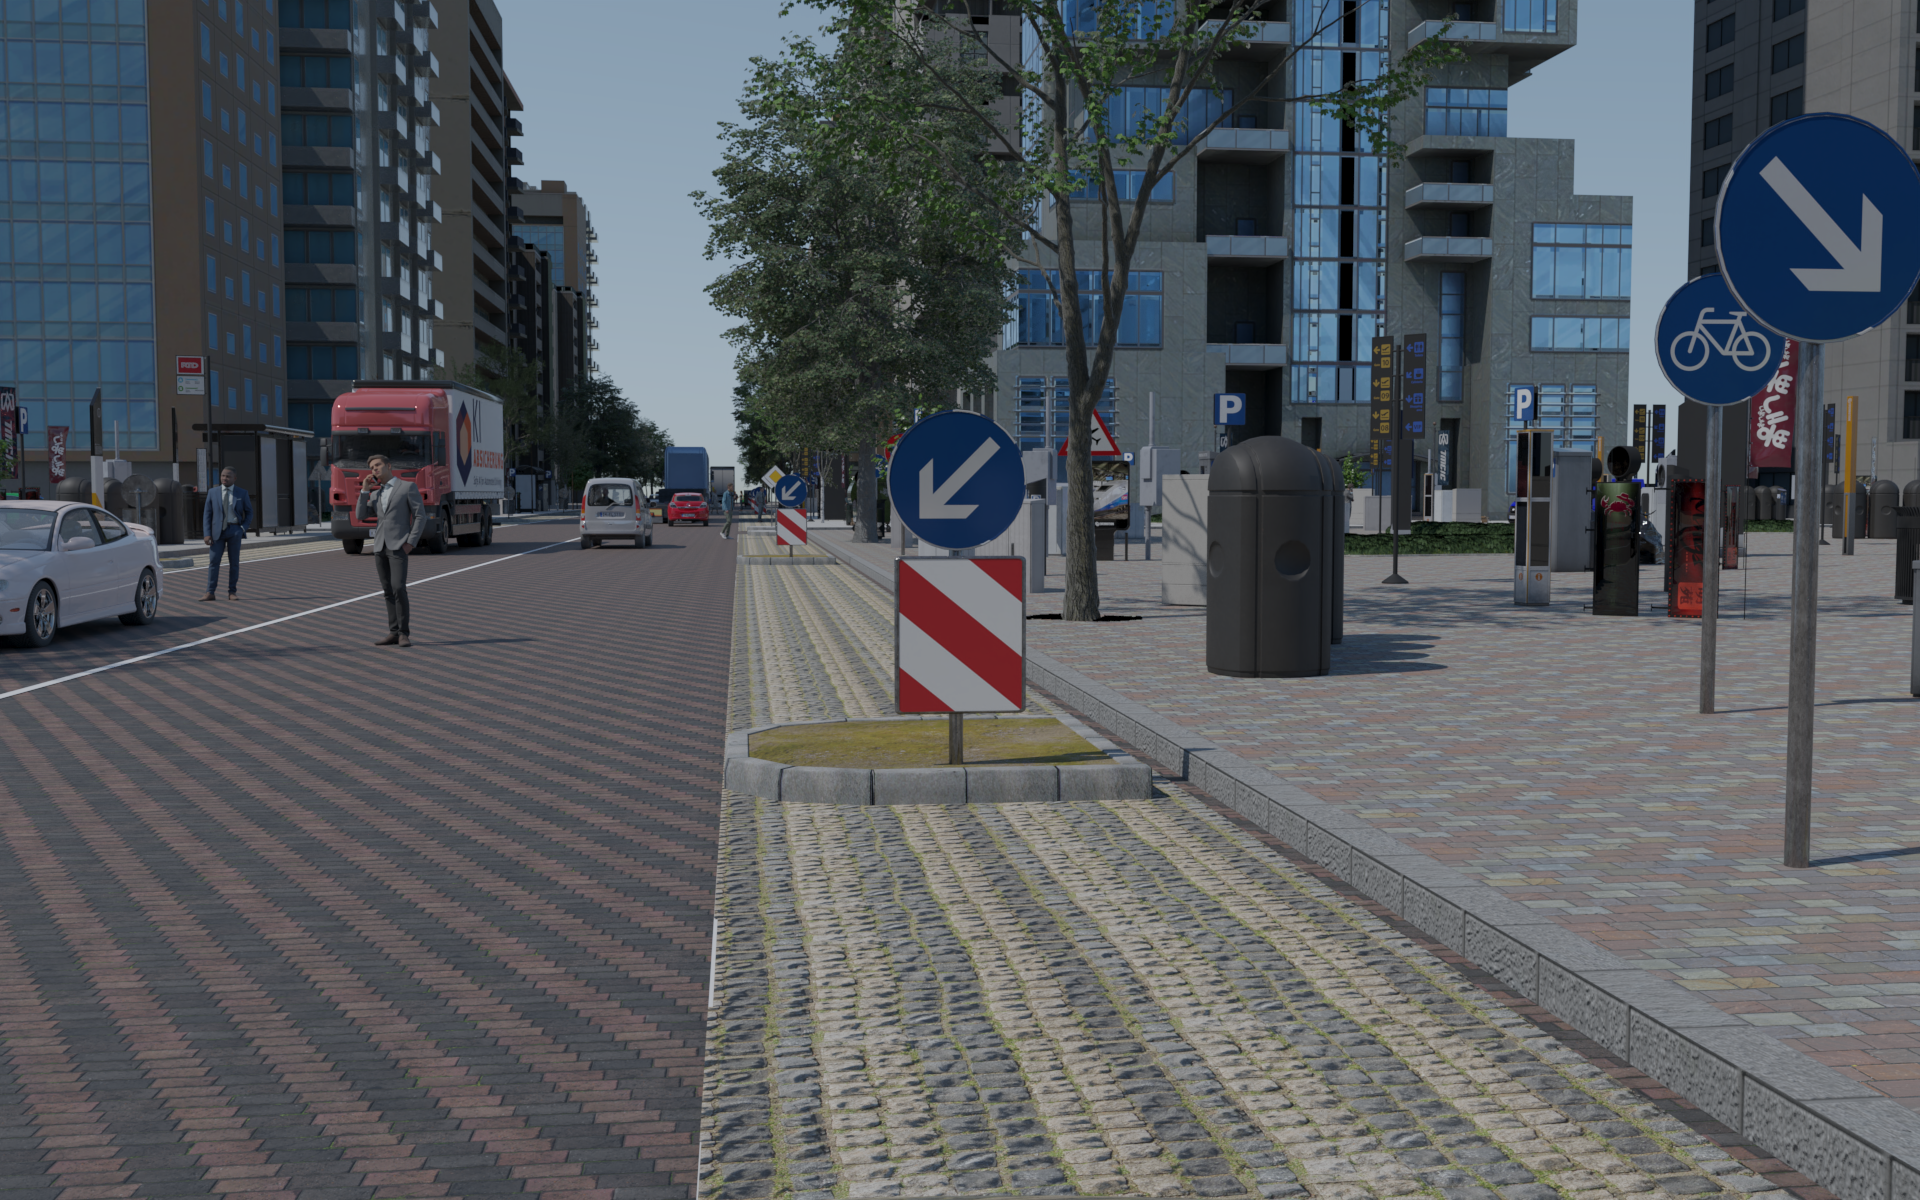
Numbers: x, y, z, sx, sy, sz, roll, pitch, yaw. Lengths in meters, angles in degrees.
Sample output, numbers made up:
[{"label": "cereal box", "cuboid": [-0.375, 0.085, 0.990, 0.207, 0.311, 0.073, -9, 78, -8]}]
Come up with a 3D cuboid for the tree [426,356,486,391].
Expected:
[{"label": "tree", "cuboid": [-26.895, -8.640, 91.634, 4.737, 8.622, 4.395, 0, 3, 0]}]

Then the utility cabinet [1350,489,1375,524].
[{"label": "utility cabinet", "cuboid": [16.762, -3.907, 72.564, 1.173, 1.500, 0.318, 2, 4, 35]}]

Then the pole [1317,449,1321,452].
[{"label": "pole", "cuboid": [16.217, -5.167, 78.324, 0.158, 3.312, 0.155, 0, 3, 0]}]

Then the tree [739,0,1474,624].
[{"label": "tree", "cuboid": [1.374, -5.607, 17.431, 9.928, 11.665, 9.643, 0, 3, 0]}]

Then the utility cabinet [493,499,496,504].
[{"label": "utility cabinet", "cuboid": [-36.892, -7.756, 137.974, 1.020, 1.237, 0.306, 1, 4, 12]}]

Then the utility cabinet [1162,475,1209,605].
[{"label": "utility cabinet", "cuboid": [2.903, -0.675, 19.721, 1.173, 1.500, 0.318, 2, 4, 31]}]

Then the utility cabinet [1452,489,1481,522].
[{"label": "utility cabinet", "cuboid": [20.966, -3.853, 71.682, 1.173, 1.500, 0.318, -1, 4, -16]}]

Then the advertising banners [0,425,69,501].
[{"label": "advertising banners", "cuboid": [-23.602, -2.914, 43.833, 2.074, 3.025, 0.090, -3, 5, -44]}]

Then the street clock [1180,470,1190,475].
[{"label": "street clock", "cuboid": [6.706, -2.911, 52.162, 0.471, 2.002, 0.358, 1, 4, 15]}]

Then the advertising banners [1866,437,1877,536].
[{"label": "advertising banners", "cuboid": [27.442, -3.443, 52.481, 0.090, 3.025, 2.074, 3, 5, 43]}]

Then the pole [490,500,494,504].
[{"label": "pole", "cuboid": [-30.868, -7.357, 114.131, 0.158, 3.312, 0.155, 0, 3, 0]}]

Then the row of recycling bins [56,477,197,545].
[{"label": "row of recycling bins", "cuboid": [-20.778, -2.198, 43.051, 1.069, 1.692, 3.534, 1, 4, 21]}]

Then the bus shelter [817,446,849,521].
[{"label": "bus shelter", "cuboid": [-6.431, -5.772, 85.653, 1.731, 3.624, 6.357, 0, 4, -7]}]

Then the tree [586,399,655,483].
[{"label": "tree", "cuboid": [-40.742, -17.569, 204.264, 9.611, 12.733, 9.660, 0, 3, 0]}]

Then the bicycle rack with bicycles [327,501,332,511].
[{"label": "bicycle rack with bicycles", "cuboid": [-30.696, -4.515, 87.209, 2.852, 0.926, 2.925, -2, 4, -24]}]

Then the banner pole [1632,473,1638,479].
[{"label": "banner pole", "cuboid": [43.077, -7.381, 110.692, 0.401, 3.779, 0.863, -1, 4, -10]}]

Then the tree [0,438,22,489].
[{"label": "tree", "cuboid": [-18.392, -2.304, 32.265, 1.663, 3.219, 1.824, 0, 3, 0]}]

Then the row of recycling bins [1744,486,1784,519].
[{"label": "row of recycling bins", "cuboid": [39.750, -4.870, 86.732, 3.534, 1.692, 1.069, -1, 4, -15]}]

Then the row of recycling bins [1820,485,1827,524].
[{"label": "row of recycling bins", "cuboid": [37.956, -4.120, 74.474, 3.534, 1.692, 1.069, -3, 4, -38]}]

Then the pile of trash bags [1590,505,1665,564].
[{"label": "pile of trash bags", "cuboid": [11.330, -1.327, 31.449, 3.447, 1.369, 1.912, -3, 5, -42]}]

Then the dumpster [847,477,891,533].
[{"label": "dumpster", "cuboid": [-2.998, -3.423, 58.464, 1.502, 2.255, 1.985, 0, 4, -7]}]

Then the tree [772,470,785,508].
[{"label": "tree", "cuboid": [-13.841, -8.591, 135.063, 1.663, 3.219, 1.824, 0, 3, 0]}]

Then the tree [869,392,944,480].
[{"label": "tree", "cuboid": [-0.707, -2.354, 33.091, 1.663, 3.219, 1.824, 0, 3, 0]}]

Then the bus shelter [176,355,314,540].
[{"label": "bus shelter", "cuboid": [-21.899, -4.605, 52.917, 2.179, 5.291, 8.768, 0, 4, -7]}]

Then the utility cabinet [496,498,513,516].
[{"label": "utility cabinet", "cuboid": [-26.497, -5.503, 101.137, 1.020, 1.237, 0.306, 3, 5, 42]}]

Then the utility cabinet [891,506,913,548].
[{"label": "utility cabinet", "cuboid": [-1.402, -1.858, 41.539, 0.306, 1.237, 1.020, 1, 4, 13]}]

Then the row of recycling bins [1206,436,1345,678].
[{"label": "row of recycling bins", "cuboid": [2.500, -0.402, 13.690, 1.069, 1.692, 3.534, 1, 4, 15]}]

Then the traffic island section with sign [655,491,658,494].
[{"label": "traffic island section with sign", "cuboid": [-43.129, -14.597, 247.289, 1.989, 1.847, 2.006, 0, 4, -7]}]

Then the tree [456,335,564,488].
[{"label": "tree", "cuboid": [-27.278, -10.276, 102.427, 8.767, 10.594, 7.601, 2, 4, 25]}]

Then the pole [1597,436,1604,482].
[{"label": "pole", "cuboid": [22.706, -4.133, 61.422, 0.158, 3.312, 0.155, 0, 3, 0]}]

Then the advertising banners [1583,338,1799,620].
[{"label": "advertising banners", "cuboid": [7.550, -1.324, 17.828, 2.074, 3.025, 0.090, 2, 4, 25]}]

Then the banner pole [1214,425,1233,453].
[{"label": "banner pole", "cuboid": [9.449, -4.442, 62.641, 0.863, 3.779, 0.401, 0, 4, -4]}]

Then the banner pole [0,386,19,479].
[{"label": "banner pole", "cuboid": [-19.542, -2.776, 35.409, 0.401, 3.779, 0.863, 1, 4, 11]}]

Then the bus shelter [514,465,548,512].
[{"label": "bus shelter", "cuboid": [-30.763, -7.937, 123.698, 2.014, 3.302, 5.546, 0, 4, -7]}]

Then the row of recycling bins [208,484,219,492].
[{"label": "row of recycling bins", "cuboid": [-31.903, -3.978, 72.160, 3.534, 1.692, 1.069, 1, 4, 22]}]

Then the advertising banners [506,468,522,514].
[{"label": "advertising banners", "cuboid": [-29.548, -7.243, 114.610, 0.090, 3.025, 2.074, -3, 5, -40]}]

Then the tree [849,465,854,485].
[{"label": "tree", "cuboid": [-6.714, -6.386, 99.014, 1.663, 3.219, 1.824, 0, 3, 0]}]

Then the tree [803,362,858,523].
[{"label": "tree", "cuboid": [-5.842, -7.705, 76.346, 4.360, 8.622, 3.978, 0, 3, 0]}]

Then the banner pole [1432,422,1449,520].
[{"label": "banner pole", "cuboid": [16.587, -4.277, 59.942, 0.401, 3.779, 0.863, -3, 4, -36]}]

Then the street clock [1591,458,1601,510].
[{"label": "street clock", "cuboid": [12.612, -1.839, 34.633, 0.358, 2.002, 0.471, 0, 4, -7]}]

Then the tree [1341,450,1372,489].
[{"label": "tree", "cuboid": [17.273, -5.050, 77.170, 1.663, 3.219, 1.824, 0, 3, 0]}]

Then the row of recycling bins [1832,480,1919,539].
[{"label": "row of recycling bins", "cuboid": [26.908, -2.593, 49.508, 3.534, 1.692, 1.069, 1, 4, 10]}]

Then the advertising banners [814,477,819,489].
[{"label": "advertising banners", "cuboid": [-7.309, -5.920, 92.985, 0.090, 3.025, 2.074, -2, 4, -35]}]

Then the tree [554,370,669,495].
[{"label": "tree", "cuboid": [-37.006, -16.604, 178.133, 9.857, 13.997, 8.962, 0, 3, 0]}]

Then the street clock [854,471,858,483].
[{"label": "street clock", "cuboid": [-2.919, -2.899, 51.975, 0.471, 2.002, 0.358, 1, 4, 10]}]

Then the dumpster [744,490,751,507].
[{"label": "dumpster", "cuboid": [-21.702, -10.564, 180.934, 1.865, 1.857, 1.264, 0, 4, -6]}]

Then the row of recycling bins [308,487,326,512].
[{"label": "row of recycling bins", "cuboid": [-38.035, -5.712, 100.504, 3.534, 1.692, 1.069, 3, 4, 37]}]

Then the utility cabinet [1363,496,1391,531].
[{"label": "utility cabinet", "cuboid": [14.700, -3.036, 60.800, 1.020, 1.237, 0.306, 0, 4, 1]}]

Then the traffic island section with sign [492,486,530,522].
[{"label": "traffic island section with sign", "cuboid": [-22.971, -4.864, 88.156, 1.989, 1.847, 2.006, 0, 4, -7]}]

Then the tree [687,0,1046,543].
[{"label": "tree", "cuboid": [-2.522, -8.479, 45.293, 9.857, 13.997, 8.962, 0, 3, 0]}]

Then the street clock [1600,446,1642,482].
[{"label": "street clock", "cuboid": [9.953, -1.311, 26.000, 0.358, 2.002, 0.471, -2, 4, -24]}]

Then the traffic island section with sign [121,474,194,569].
[{"label": "traffic island section with sign", "cuboid": [-16.071, -1.528, 33.604, 1.989, 1.847, 2.006, 0, 4, -7]}]

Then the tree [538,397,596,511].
[{"label": "tree", "cuboid": [-31.375, -11.504, 138.453, 4.360, 8.622, 3.978, 0, 3, 0]}]

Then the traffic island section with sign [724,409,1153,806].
[{"label": "traffic island section with sign", "cuboid": [-0.210, -0.016, 8.882, 1.989, 1.847, 2.006, 0, 4, -7]}]

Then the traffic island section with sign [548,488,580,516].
[{"label": "traffic island section with sign", "cuboid": [-26.485, -6.557, 115.839, 1.989, 1.847, 2.006, 0, 4, -7]}]

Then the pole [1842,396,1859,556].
[{"label": "pole", "cuboid": [18.569, -2.586, 36.118, 0.158, 3.312, 0.155, 0, 3, 0]}]

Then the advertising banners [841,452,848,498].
[{"label": "advertising banners", "cuboid": [-4.751, -4.725, 73.444, 0.090, 3.025, 2.074, 1, 4, 12]}]

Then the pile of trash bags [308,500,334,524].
[{"label": "pile of trash bags", "cuboid": [-28.011, -3.942, 74.207, 3.447, 1.369, 1.912, -3, 5, -40]}]

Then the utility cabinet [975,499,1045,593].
[{"label": "utility cabinet", "cuboid": [0.644, -0.710, 22.778, 0.306, 1.237, 1.020, -3, 5, -45]}]
